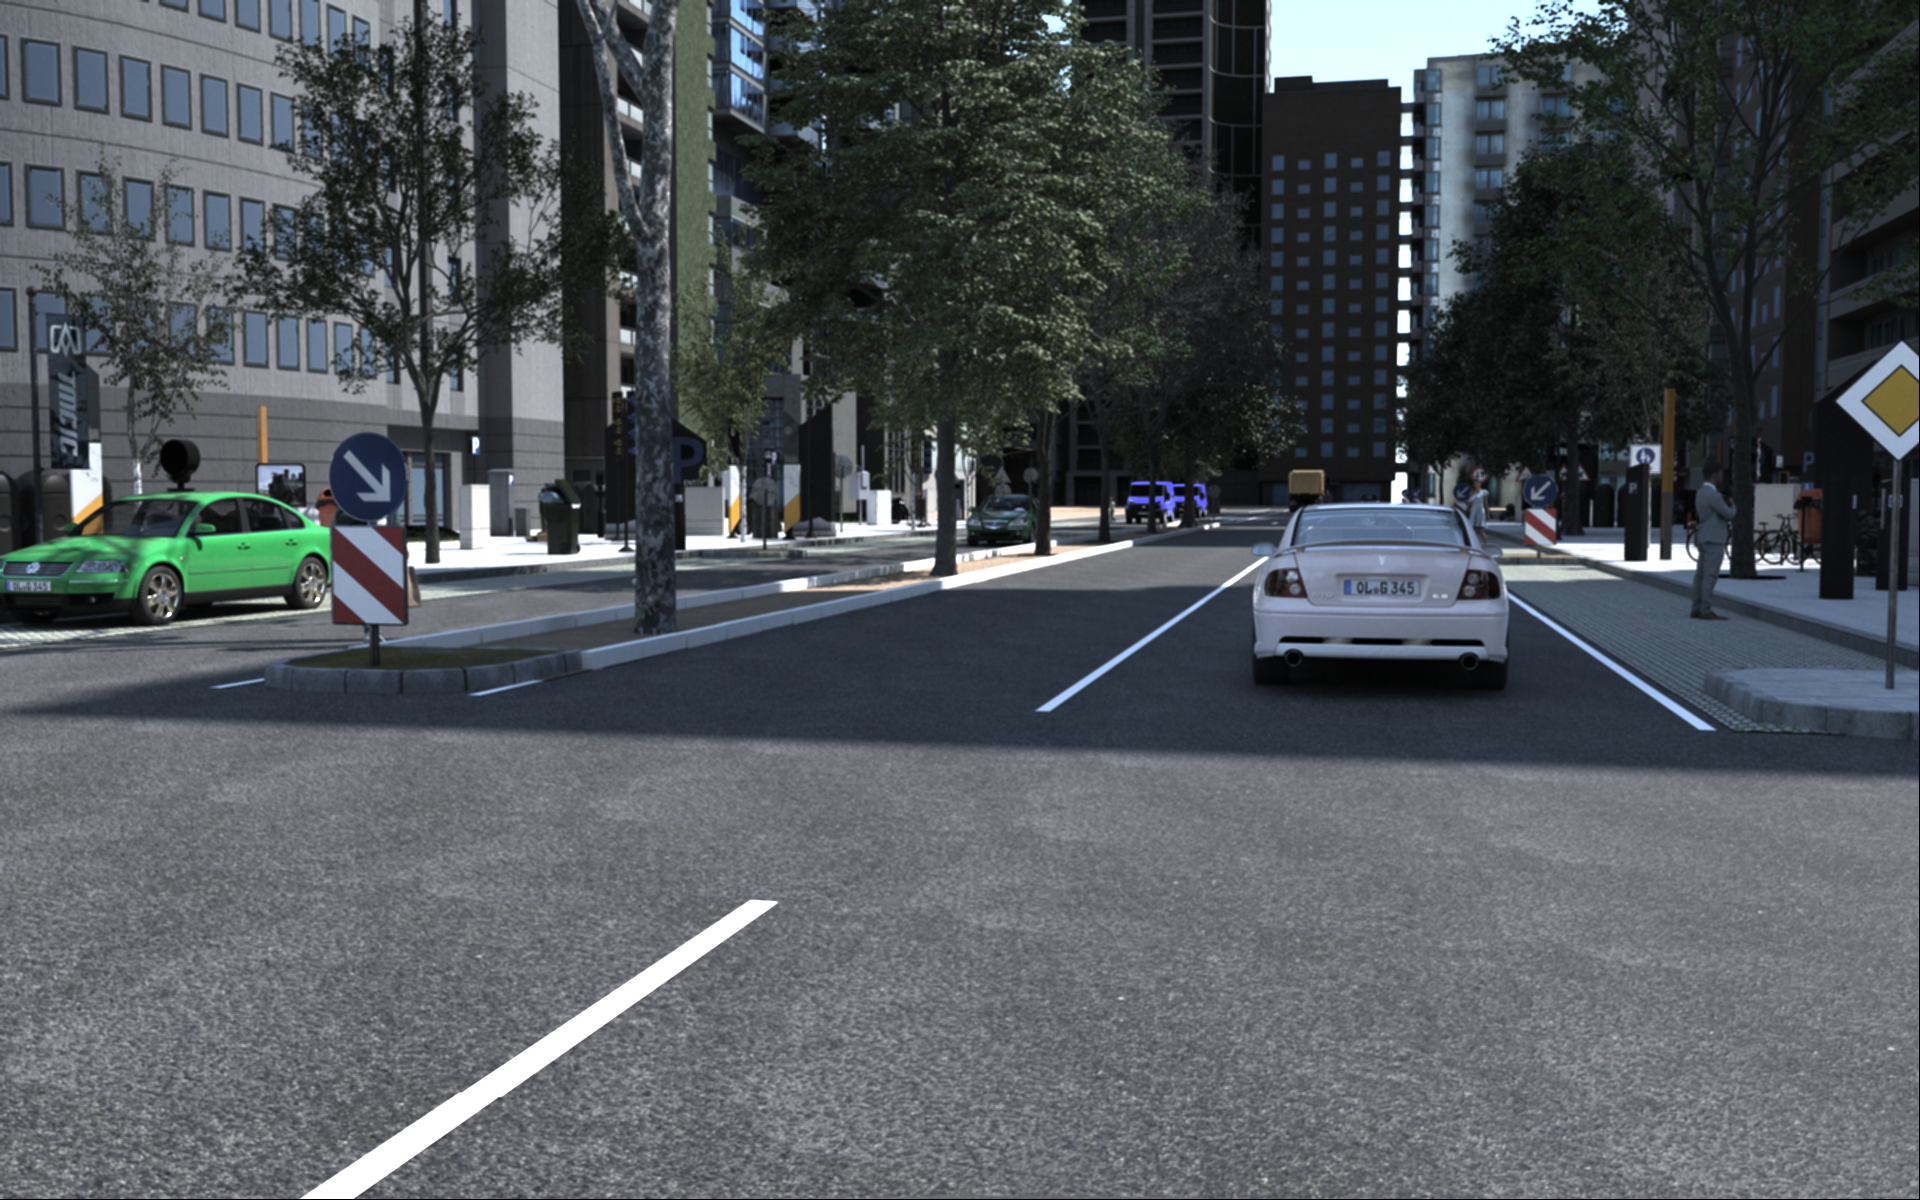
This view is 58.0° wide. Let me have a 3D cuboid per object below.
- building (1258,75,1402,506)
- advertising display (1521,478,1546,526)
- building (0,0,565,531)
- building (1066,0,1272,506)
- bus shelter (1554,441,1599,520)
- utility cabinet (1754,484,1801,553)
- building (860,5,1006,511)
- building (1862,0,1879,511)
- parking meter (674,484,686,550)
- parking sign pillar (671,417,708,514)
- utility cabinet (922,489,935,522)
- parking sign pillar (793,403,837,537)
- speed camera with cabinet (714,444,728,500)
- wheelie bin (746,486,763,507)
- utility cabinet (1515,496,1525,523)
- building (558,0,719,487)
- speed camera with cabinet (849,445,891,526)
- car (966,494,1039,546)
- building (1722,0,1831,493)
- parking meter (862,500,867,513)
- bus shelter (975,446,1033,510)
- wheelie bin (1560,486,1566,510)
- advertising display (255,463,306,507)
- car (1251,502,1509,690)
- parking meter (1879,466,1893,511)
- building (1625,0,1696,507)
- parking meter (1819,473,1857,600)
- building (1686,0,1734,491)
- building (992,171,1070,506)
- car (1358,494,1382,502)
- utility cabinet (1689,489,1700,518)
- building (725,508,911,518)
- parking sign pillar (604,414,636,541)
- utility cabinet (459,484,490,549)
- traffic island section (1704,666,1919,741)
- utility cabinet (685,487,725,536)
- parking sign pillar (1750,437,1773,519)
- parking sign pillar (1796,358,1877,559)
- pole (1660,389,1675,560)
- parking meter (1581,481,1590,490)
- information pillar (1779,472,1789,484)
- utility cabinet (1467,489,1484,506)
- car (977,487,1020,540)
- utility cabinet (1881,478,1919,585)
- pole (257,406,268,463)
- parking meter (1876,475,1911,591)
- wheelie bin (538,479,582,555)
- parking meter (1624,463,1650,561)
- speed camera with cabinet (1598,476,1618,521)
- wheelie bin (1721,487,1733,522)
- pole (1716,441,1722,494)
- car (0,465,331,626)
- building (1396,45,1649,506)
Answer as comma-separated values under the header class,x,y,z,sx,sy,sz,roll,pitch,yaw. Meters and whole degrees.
class,x,y,z,sx,sy,sz,roll,pitch,yaw
building,40.205,-32.911,188.197,14.200,45.320,14.600,1,4,13
advertising display,23.302,-3.984,70.350,0.974,1.923,0.123,0,4,-3
building,-28.060,-31.157,51.414,21.231,58.520,28.212,1,4,13
building,23.857,-46.221,193.963,20.611,71.187,20.563,1,4,13
bus shelter,27.994,-5.384,79.319,1.731,3.624,6.357,1,4,13
utility cabinet,17.874,-1.780,37.789,0.318,1.500,1.173,-1,4,-16
building,-11.602,-33.781,141.562,27.495,52.752,28.713,1,4,13
building,46.697,-26.933,64.058,21.300,48.544,21.600,1,4,13
parking meter,-6.478,-1.912,39.666,0.372,1.533,0.369,0,3,0
parking sign pillar,-9.338,-4.346,59.522,1.447,3.967,1.447,-1,4,-15
utility cabinet,-1.460,-4.256,78.271,0.318,1.500,1.173,1,4,16
parking sign pillar,-4.408,-3.872,51.786,1.447,3.967,1.447,1,4,13
speed camera with cabinet,-9.745,-4.566,68.983,0.660,3.252,2.038,-3,4,-37
wheelie bin,-8.083,-3.660,67.744,0.693,1.594,0.980,-3,5,-40
utility cabinet,24.807,-3.944,75.640,1.020,1.237,0.306,1,4,13
building,-20.388,-24.247,80.034,14.154,41.232,14.086,1,4,13
speed camera with cabinet,-3.667,-4.677,70.811,0.660,3.252,2.038,3,4,37
car,1.410,-2.277,49.029,2.131,1.459,4.920,1,4,12
building,49.209,-26.934,90.487,14.600,45.320,14.200,1,4,13
parking meter,-4.860,-5.139,89.735,0.255,1.863,0.399,2,4,30
bus shelter,2.251,-5.840,86.768,1.731,3.624,6.357,1,4,13
wheelie bin,24.492,-3.759,69.364,0.980,1.594,0.693,0,4,4
advertising display,-14.188,-1.896,36.218,0.974,1.923,0.123,-1,4,-14
car,3.408,-0.113,14.211,2.083,1.381,4.827,1,4,12
parking meter,19.638,-1.887,36.562,0.399,1.863,0.255,2,4,26
building,63.719,-32.715,124.132,28.713,52.752,27.495,1,4,13
parking meter,10.740,-0.781,21.183,0.372,1.533,0.369,0,3,0
building,51.702,-25.745,104.525,14.154,41.232,14.086,1,4,13
building,2.091,-35.251,200.050,21.600,48.544,21.300,1,4,13
car,35.336,-8.531,149.270,2.009,1.686,4.222,1,4,13
utility cabinet,33.606,-4.261,78.343,1.173,1.500,0.318,2,4,26
building,-15.923,-48.654,108.166,22.319,86.520,31.000,1,4,13
parking sign pillar,-9.235,-3.666,48.410,1.447,3.967,1.447,0,4,1
utility cabinet,-11.285,-1.931,40.246,0.318,1.500,1.173,0,4,5
traffic island section,6.140,0.665,11.405,2.009,0.180,2.903,1,4,13
utility cabinet,-7.757,-2.691,52.679,1.173,1.500,0.318,0,4,4
parking sign pillar,32.193,-5.001,70.238,1.447,3.967,1.447,3,5,43
parking sign pillar,17.512,-2.819,34.559,1.447,3.967,1.447,-1,4,-11
pole,13.748,-2.435,33.649,0.158,3.312,0.155,0,3,0
parking meter,26.609,-4.164,73.786,0.399,1.863,0.255,-1,4,-11
information pillar,26.993,-3.198,56.782,0.304,2.012,0.304,2,4,27
utility cabinet,24.350,-4.470,81.761,0.318,1.500,1.173,3,5,44
car,1.611,-2.743,54.640,2.009,1.686,4.222,1,4,12
utility cabinet,13.478,-0.946,24.139,0.318,1.500,1.173,-2,4,-31
pole,-16.243,-2.846,40.371,0.158,3.312,0.155,0,3,0
parking meter,12.443,-0.898,23.095,0.372,1.533,0.369,0,3,0
wheelie bin,-8.470,-1.765,36.766,0.693,1.594,0.980,0,4,7
parking meter,12.941,-1.678,33.141,0.255,1.863,0.399,-2,4,-29
speed camera with cabinet,30.945,-5.414,82.860,2.038,3.252,0.660,0,4,3
wheelie bin,35.339,-4.408,79.985,0.980,1.594,0.693,-3,5,-43
pole,29.028,-4.431,66.289,0.158,3.312,0.155,0,3,0
car,-9.157,-0.701,20.255,1.959,1.807,4.718,1,4,13
building,62.865,-34.702,186.986,30.456,49.044,23.786,1,4,13
